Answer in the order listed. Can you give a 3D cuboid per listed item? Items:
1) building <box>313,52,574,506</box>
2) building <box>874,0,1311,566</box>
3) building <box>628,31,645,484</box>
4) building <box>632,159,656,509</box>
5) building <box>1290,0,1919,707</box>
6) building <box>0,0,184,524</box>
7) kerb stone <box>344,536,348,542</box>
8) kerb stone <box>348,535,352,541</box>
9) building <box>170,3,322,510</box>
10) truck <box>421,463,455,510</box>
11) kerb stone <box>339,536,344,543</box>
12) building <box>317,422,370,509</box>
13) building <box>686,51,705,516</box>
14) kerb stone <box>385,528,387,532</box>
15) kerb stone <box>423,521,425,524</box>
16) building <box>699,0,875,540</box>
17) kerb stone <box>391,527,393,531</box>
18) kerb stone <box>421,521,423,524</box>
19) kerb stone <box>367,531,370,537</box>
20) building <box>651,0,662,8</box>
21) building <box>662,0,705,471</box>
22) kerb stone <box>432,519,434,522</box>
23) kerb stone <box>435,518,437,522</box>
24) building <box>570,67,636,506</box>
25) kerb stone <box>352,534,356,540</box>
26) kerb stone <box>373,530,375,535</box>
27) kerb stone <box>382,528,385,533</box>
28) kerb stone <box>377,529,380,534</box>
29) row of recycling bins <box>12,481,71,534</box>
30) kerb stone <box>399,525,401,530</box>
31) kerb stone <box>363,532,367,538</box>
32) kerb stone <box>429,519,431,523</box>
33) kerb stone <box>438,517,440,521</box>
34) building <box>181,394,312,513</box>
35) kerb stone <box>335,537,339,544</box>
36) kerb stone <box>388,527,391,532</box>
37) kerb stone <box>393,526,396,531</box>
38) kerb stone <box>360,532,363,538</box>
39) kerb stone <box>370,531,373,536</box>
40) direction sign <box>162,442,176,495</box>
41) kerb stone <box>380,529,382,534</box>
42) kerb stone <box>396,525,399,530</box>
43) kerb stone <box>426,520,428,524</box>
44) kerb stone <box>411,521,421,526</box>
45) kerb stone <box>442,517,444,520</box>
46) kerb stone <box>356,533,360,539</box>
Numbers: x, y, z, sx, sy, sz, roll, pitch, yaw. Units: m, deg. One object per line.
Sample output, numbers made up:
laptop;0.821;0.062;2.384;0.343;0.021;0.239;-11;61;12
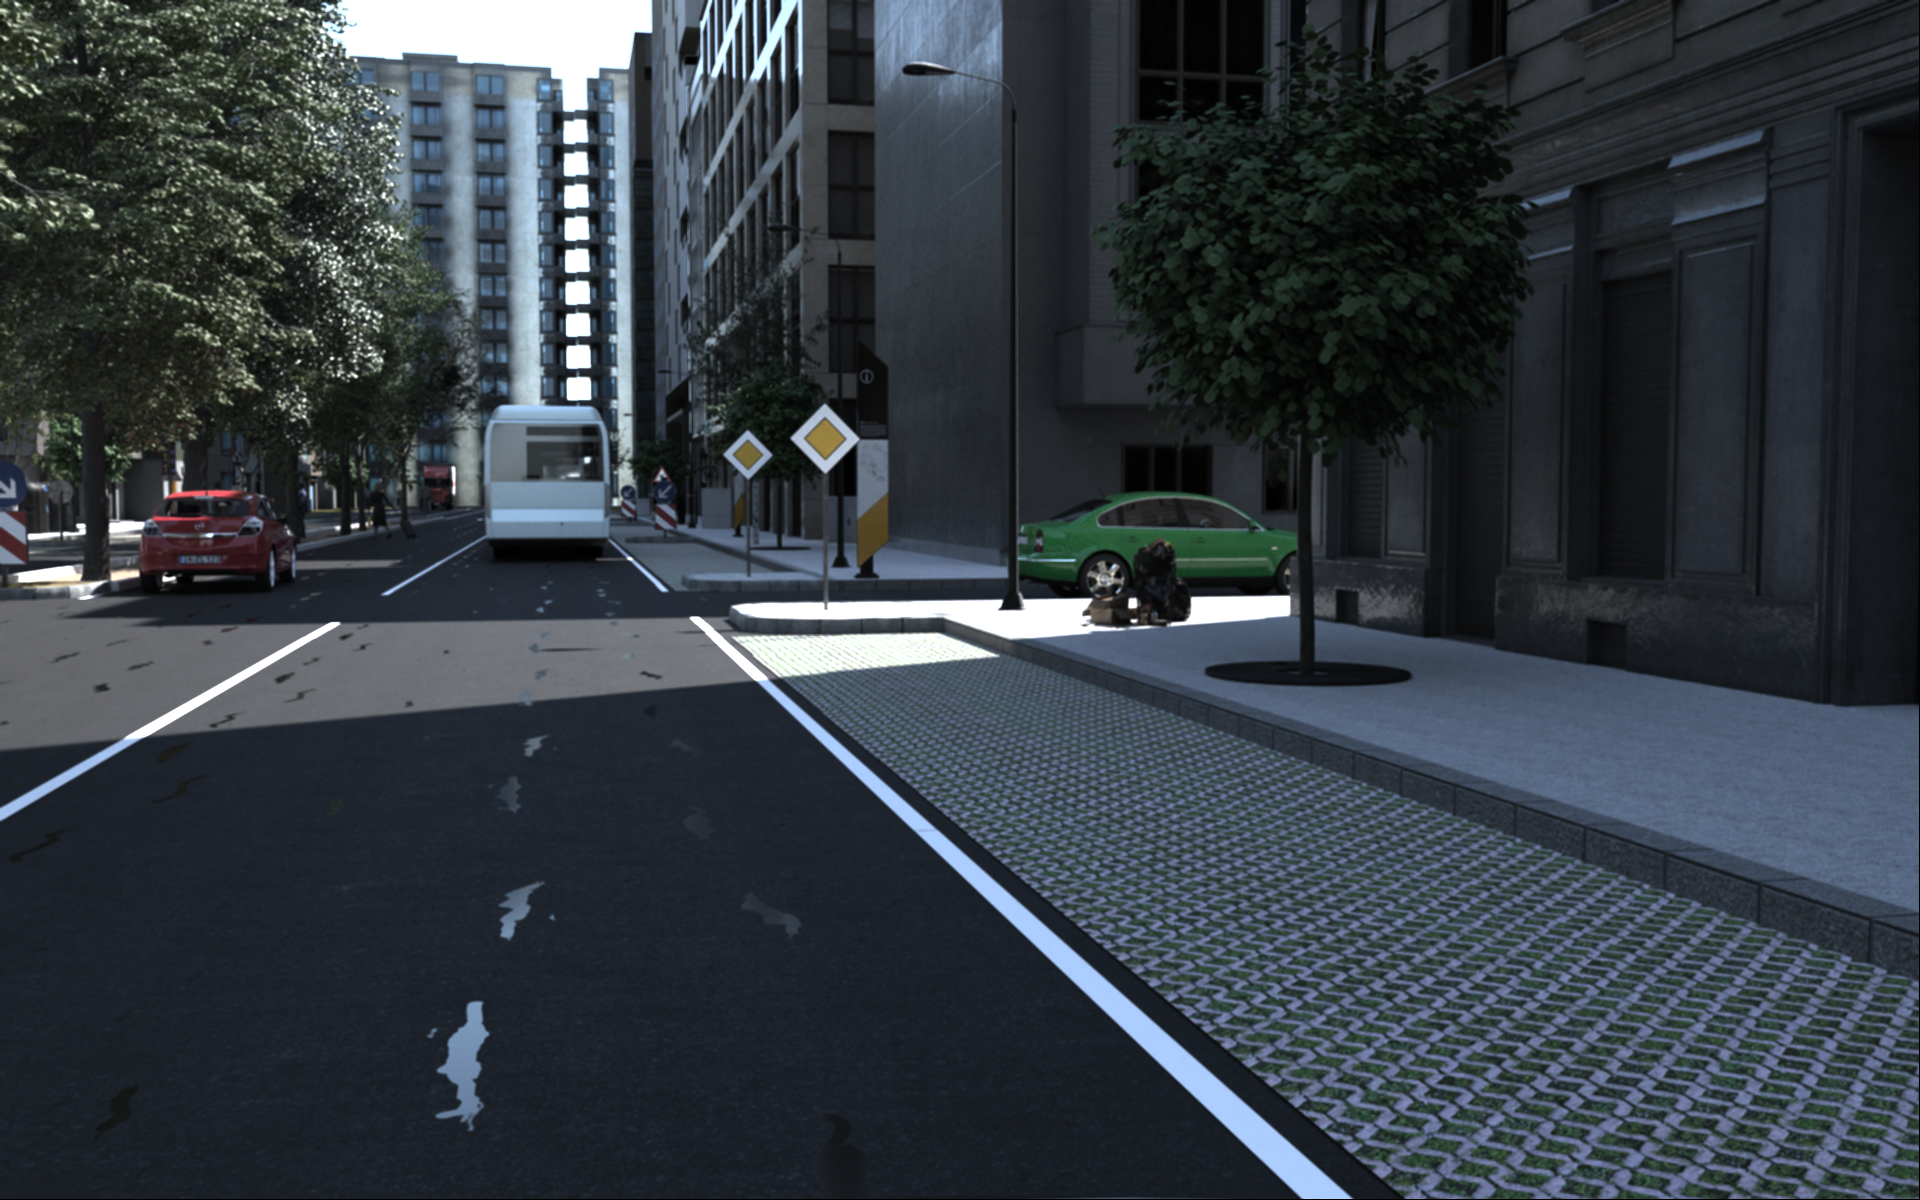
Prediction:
building;-57.937;-34.953;191.086;30.456;49.044;23.786;-1;4;-13
building;14.025;-13.422;38.522;30.058;24.678;14.314;-1;4;-13
building;-24.513;-31.633;167.318;14.600;45.320;14.200;-1;4;-13
building;-21.865;-23.349;153.463;14.160;30.474;14.107;-1;4;-13
building;10.053;-9.840;10.040;9.793;20.994;18.267;-1;4;-13
building;-42.954;-18.558;75.130;14.160;30.474;14.107;-1;4;-13
kerb stone;-18.512;-1.814;51.848;0.120;0.150;1.000;-1;4;-13
kerb stone;-18.742;-1.871;52.846;0.120;0.150;1.000;-1;4;-13
building;-56.028;-29.261;128.522;14.600;45.320;14.200;-1;4;-13
truck;-48.391;-10.524;160.976;2.839;4.237;11.283;-1;4;-14
kerb stone;-18.283;-1.752;50.835;0.120;0.150;1.000;-1;4;-13
building;-69.990;-51.316;151.683;31.000;86.520;22.319;-1;4;-13
building;-7.644;-16.768;92.172;12.078;24.808;19.932;-1;4;-13
kerb stone;-21.294;-2.547;63.832;0.120;0.150;1.000;-1;4;-13
kerb stone;-25.208;-3.586;80.829;0.120;0.150;1.000;-1;4;-13
building;1.181;-16.018;66.409;19.350;26.468;34.151;-1;4;-13
kerb stone;-21.748;-2.669;65.833;0.120;0.150;1.000;-1;4;-13
kerb stone;-24.984;-3.522;79.831;0.120;0.150;1.000;-1;4;-13
kerb stone;-19.899;-2.180;57.833;0.120;0.150;1.000;-1;4;-13
building;-17.308;-29.936;139.561;14.600;45.320;14.200;-1;4;-13
building;-6.307;-32.494;120.512;28.713;52.752;27.495;-1;4;-13
kerb stone;-26.596;-3.952;86.816;0.120;0.150;1.000;-1;4;-13
kerb stone;-27.064;-4.074;88.826;0.120;0.150;1.000;-1;4;-13
building;-28.003;-35.303;196.808;30.456;49.044;23.786;-1;4;-13
kerb stone;-18.973;-1.930;53.842;0.120;0.150;1.000;-1;4;-13
kerb stone;-20.360;-2.296;59.832;0.120;0.150;1.000;-1;4;-13
kerb stone;-21.052;-2.481;62.839;0.120;0.150;1.000;-1;4;-13
kerb stone;-20.586;-2.363;60.832;0.120;0.150;1.000;-1;4;-13
row of recycling bins;-30.231;-3.049;56.970;1.069;1.692;3.534;-1;4;-9
kerb stone;-22.438;-2.852;68.829;0.120;0.150;1.000;-1;4;-13
kerb stone;-19.660;-2.118;56.837;0.120;0.150;1.000;-1;4;-13
kerb stone;-26.134;-3.824;84.824;0.120;0.150;1.000;-1;4;-13
kerb stone;-27.523;-4.197;90.821;0.120;0.150;1.000;-1;4;-13
building;-56.934;-16.020;106.965;27.650;21.520;28.899;-1;4;-13
kerb stone;-18.059;-1.691;49.838;0.120;0.150;1.000;-1;4;-13
kerb stone;-21.516;-2.608;64.830;0.120;0.150;1.000;-1;4;-13
kerb stone;-21.979;-2.730;66.829;0.120;0.150;1.000;-1;4;-13
kerb stone;-19.436;-2.058;55.839;0.120;0.150;1.000;-1;4;-13
kerb stone;-20.127;-2.240;58.833;0.120;0.150;1.000;-1;4;-13
direction sign;-32.077;-4.787;70.272;0.876;3.537;0.379;2;4;32
kerb stone;-20.823;-2.422;61.835;0.120;0.150;1.000;-1;4;-13
kerb stone;-22.197;-2.791;67.828;0.120;0.150;1.000;-1;4;-13
kerb stone;-25.668;-3.708;82.824;0.120;0.150;1.000;-1;4;-13
kerb stone;-24.753;-3.464;78.835;0.120;0.150;1.000;-1;4;-13
kerb stone;-28.212;-4.381;93.822;0.120;0.150;1.000;-1;4;-13
kerb stone;-19.207;-1.997;54.843;0.120;0.150;1.000;-1;4;-13
